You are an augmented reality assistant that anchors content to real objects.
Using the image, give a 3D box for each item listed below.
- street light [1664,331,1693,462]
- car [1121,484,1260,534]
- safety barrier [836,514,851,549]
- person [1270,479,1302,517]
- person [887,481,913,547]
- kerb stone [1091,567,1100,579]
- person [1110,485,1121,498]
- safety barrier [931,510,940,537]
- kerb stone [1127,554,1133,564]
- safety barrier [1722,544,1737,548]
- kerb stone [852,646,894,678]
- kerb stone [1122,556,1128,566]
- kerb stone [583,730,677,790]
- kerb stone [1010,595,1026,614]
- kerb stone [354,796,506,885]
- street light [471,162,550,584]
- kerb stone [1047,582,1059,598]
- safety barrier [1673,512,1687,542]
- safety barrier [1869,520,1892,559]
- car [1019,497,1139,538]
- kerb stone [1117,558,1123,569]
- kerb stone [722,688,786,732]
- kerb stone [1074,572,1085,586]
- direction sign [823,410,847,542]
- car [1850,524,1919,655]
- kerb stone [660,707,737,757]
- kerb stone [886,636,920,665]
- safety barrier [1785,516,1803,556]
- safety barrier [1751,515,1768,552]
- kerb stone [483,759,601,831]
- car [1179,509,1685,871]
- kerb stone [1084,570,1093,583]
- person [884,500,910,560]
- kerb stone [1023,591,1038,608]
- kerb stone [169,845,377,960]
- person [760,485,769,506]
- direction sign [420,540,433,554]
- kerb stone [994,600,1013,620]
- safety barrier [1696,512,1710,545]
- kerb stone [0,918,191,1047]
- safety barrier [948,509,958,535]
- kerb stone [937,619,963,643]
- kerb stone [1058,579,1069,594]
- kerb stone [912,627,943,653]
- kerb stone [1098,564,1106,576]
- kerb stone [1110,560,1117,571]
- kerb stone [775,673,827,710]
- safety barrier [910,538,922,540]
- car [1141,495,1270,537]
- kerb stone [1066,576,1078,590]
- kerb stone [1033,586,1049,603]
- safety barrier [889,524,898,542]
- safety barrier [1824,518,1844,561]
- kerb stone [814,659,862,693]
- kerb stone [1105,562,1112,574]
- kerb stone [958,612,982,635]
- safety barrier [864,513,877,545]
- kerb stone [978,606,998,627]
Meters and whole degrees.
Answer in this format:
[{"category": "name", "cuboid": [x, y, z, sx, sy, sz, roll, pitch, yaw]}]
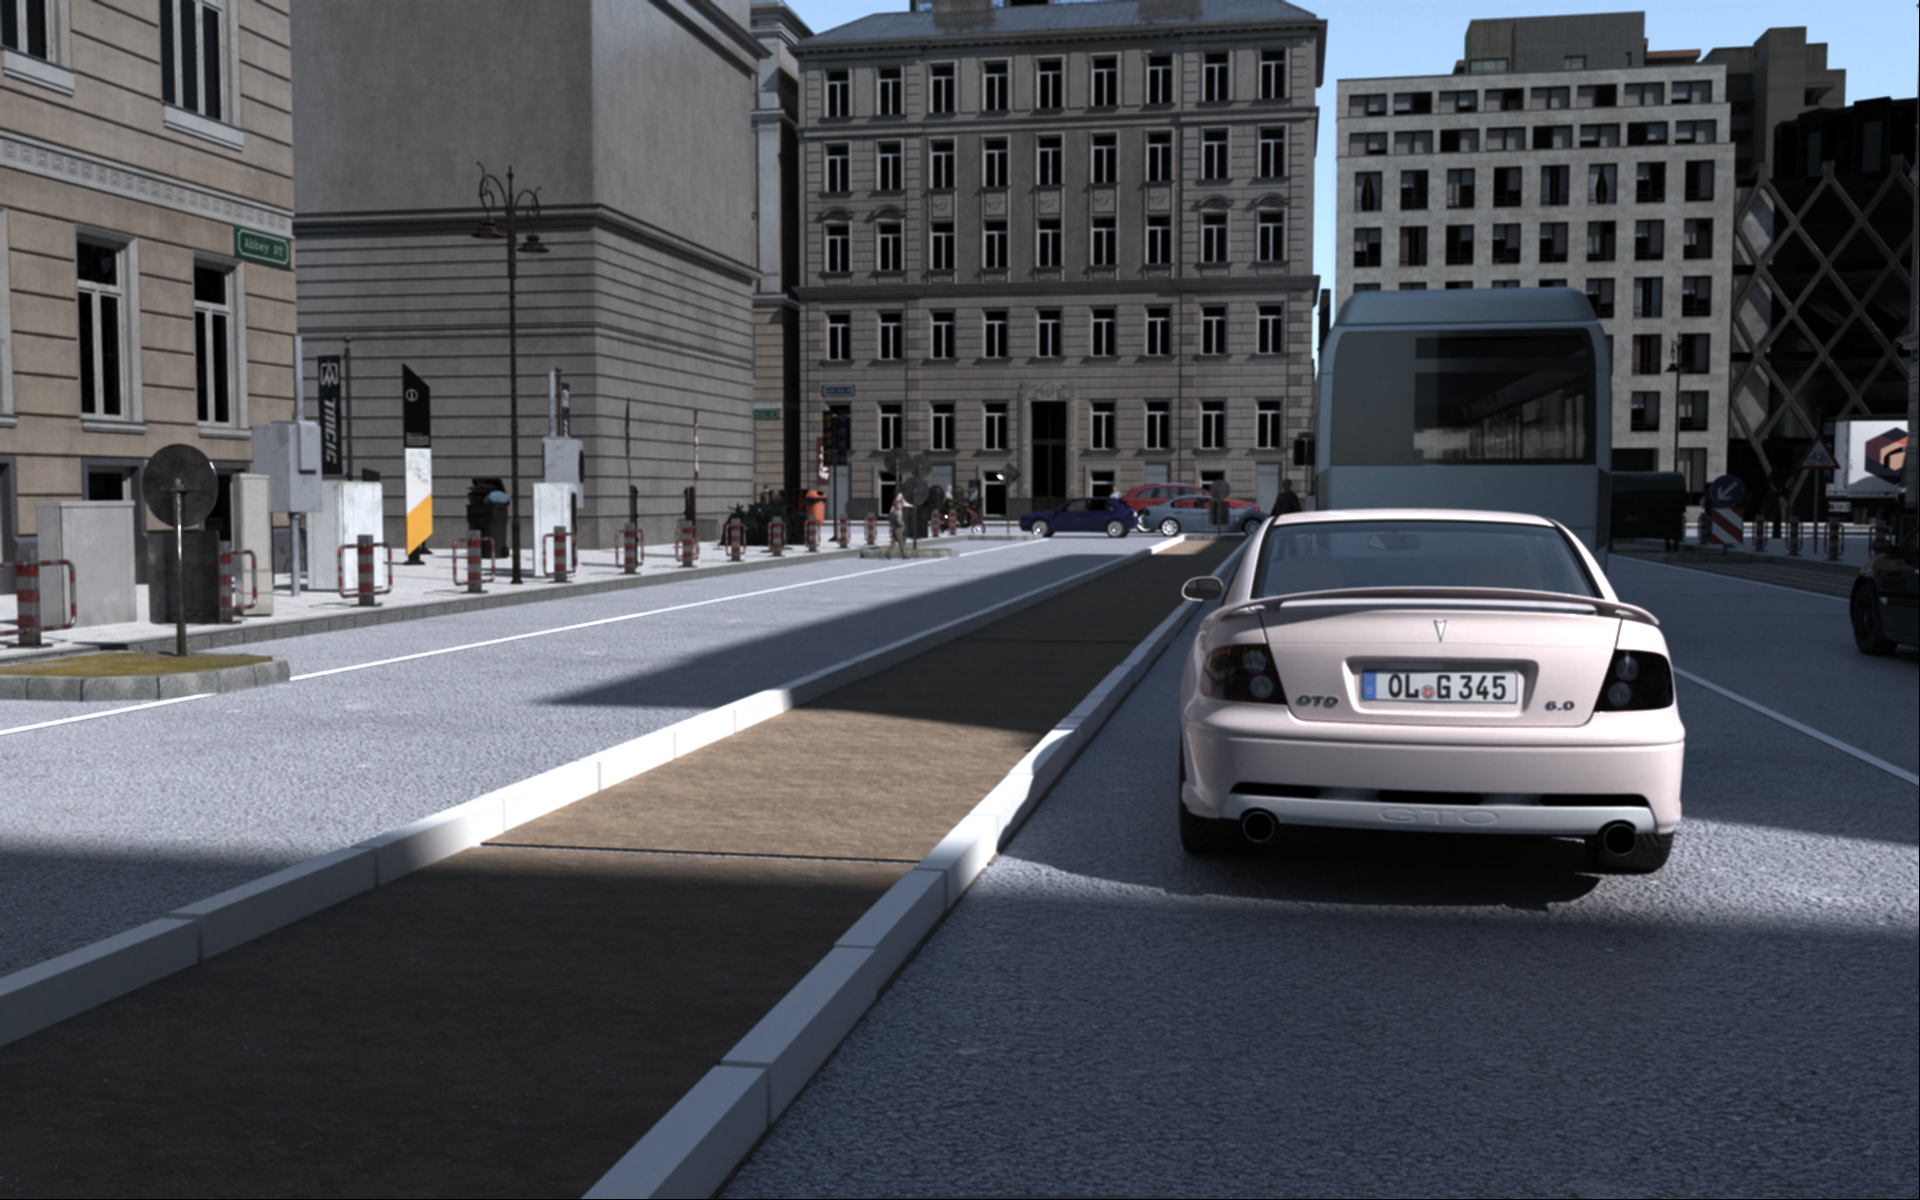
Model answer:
[{"category": "street light", "cuboid": [20.373, -4.676, 49.236, 0.468, 5.910, 1.993, 1, 4, 11]}, {"category": "car", "cuboid": [8.427, -3.379, 63.920, 5.304, 1.827, 2.281, 1, 4, 11]}, {"category": "safety barrier", "cuboid": [-2.739, -1.618, 40.726, 0.300, 0.817, 1.120, 1, 4, 11]}, {"category": "person", "cuboid": [6.901, -1.692, 36.710, 0.434, 1.755, 0.990, -2, 4, -31]}, {"category": "person", "cuboid": [-1.475, -1.956, 41.146, 0.598, 1.740, 0.731, 3, 5, 41]}, {"category": "kerb stone", "cuboid": [2.181, -0.411, 28.983, 0.120, 0.150, 1.000, 1, 4, 11]}, {"category": "person", "cuboid": [6.198, -3.735, 69.667, 0.616, 1.811, 0.778, 2, 4, 32]}, {"category": "safety barrier", "cuboid": [-0.720, -2.260, 51.228, 0.300, 0.817, 1.120, 1, 4, 11]}, {"category": "kerb stone", "cuboid": [3.341, -0.785, 35.035, 0.120, 0.150, 1.000, 1, 4, 11]}, {"category": "safety barrier", "cuboid": [18.294, -1.644, 41.159, 0.300, 0.817, 1.120, 1, 4, 11]}, {"category": "kerb stone", "cuboid": [-0.717, 0.510, 13.858, 0.120, 0.150, 1.000, 1, 4, 11]}, {"category": "kerb stone", "cuboid": [3.144, -0.724, 34.028, 0.120, 0.150, 1.000, 1, 4, 11]}, {"category": "kerb stone", "cuboid": [-1.688, 0.818, 8.814, 0.120, 0.150, 1.000, 1, 4, 11]}, {"category": "kerb stone", "cuboid": [0.637, 0.079, 20.922, 0.120, 0.150, 1.000, 1, 4, 11]}, {"category": "kerb stone", "cuboid": [-2.069, 0.942, 6.795, 0.120, 0.150, 1.000, 1, 4, 11]}, {"category": "street light", "cuboid": [-6.327, -3.165, 24.542, 0.468, 5.910, 1.993, 1, 4, 11]}, {"category": "kerb stone", "cuboid": [1.213, -0.107, 23.946, 0.120, 0.150, 1.000, 1, 4, 11]}, {"category": "safety barrier", "cuboid": [19.311, -1.966, 46.424, 0.300, 0.817, 1.120, 1, 4, 11]}, {"category": "safety barrier", "cuboid": [16.283, -1.001, 30.647, 0.300, 0.817, 1.120, 1, 4, 11]}, {"category": "car", "cuboid": [3.950, -2.742, 57.404, 3.894, 1.354, 1.945, 1, 4, 12]}, {"category": "kerb stone", "cuboid": [2.951, -0.662, 33.017, 0.120, 0.150, 1.000, 1, 4, 11]}, {"category": "kerb stone", "cuboid": [-1.304, 0.695, 10.832, 0.120, 0.150, 1.000, 1, 4, 11]}, {"category": "kerb stone", "cuboid": [1.794, -0.292, 26.971, 0.120, 0.150, 1.000, 1, 4, 11]}, {"category": "direction sign", "cuboid": [-3.382, -3.353, 46.823, 0.876, 3.537, 0.379, 3, 5, 41]}, {"category": "car", "cuboid": [8.682, -0.263, 14.094, 2.009, 1.686, 4.222, 1, 4, 10]}, {"category": "kerb stone", "cuboid": [-1.497, 0.757, 9.824, 0.120, 0.150, 1.000, 1, 4, 11]}, {"category": "kerb stone", "cuboid": [-0.526, 0.448, 14.865, 0.120, 0.150, 1.000, 1, 4, 11]}, {"category": "safety barrier", "cuboid": [17.292, -1.323, 35.905, 0.300, 0.817, 1.120, 1, 4, 11]}, {"category": "safety barrier", "cuboid": [17.795, -1.484, 38.535, 0.300, 0.817, 1.120, 1, 4, 11]}, {"category": "kerb stone", "cuboid": [-1.884, 0.880, 7.802, 0.120, 0.150, 1.000, 1, 4, 11]}, {"category": "car", "cuboid": [2.050, 0.260, 8.104, 2.083, 1.381, 4.827, 1, 4, 11]}, {"category": "kerb stone", "cuboid": [1.987, -0.353, 27.977, 0.120, 0.150, 1.000, 1, 4, 11]}, {"category": "person", "cuboid": [-1.394, -1.539, 37.935, 0.640, 1.303, 0.475, -3, 5, -41]}, {"category": "kerb stone", "cuboid": [0.825, 0.016, 21.929, 0.120, 0.150, 1.000, 1, 4, 11]}, {"category": "kerb stone", "cuboid": [-2.272, 1.003, 5.790, 0.120, 0.150, 1.000, 1, 4, 11]}, {"category": "person", "cuboid": [-8.158, -3.948, 73.020, 0.622, 1.834, 0.822, 1, 4, 15]}, {"category": "direction sign", "cuboid": [-11.439, -2.743, 36.839, 0.379, 3.537, 0.876, 0, 4, 3]}, {"category": "kerb stone", "cuboid": [0.443, 0.140, 19.913, 0.120, 0.150, 1.000, 1, 4, 11]}, {"category": "safety barrier", "cuboid": [18.803, -1.805, 43.791, 0.300, 0.817, 1.120, 1, 4, 11]}, {"category": "kerb stone", "cuboid": [-2.468, 1.074, 4.777, 0.120, 0.150, 1.000, 1, 4, 11]}, {"category": "safety barrier", "cuboid": [-0.220, -2.421, 53.852, 0.300, 0.817, 1.120, 1, 4, 11]}, {"category": "kerb stone", "cuboid": [-0.143, 0.325, 16.881, 0.120, 0.150, 1.000, 1, 4, 11]}, {"category": "kerb stone", "cuboid": [1.405, -0.165, 24.953, 0.120, 0.150, 1.000, 1, 4, 11]}, {"category": "kerb stone", "cuboid": [-0.342, 0.387, 15.873, 0.120, 0.150, 1.000, 1, 4, 11]}, {"category": "kerb stone", "cuboid": [2.379, -0.477, 29.992, 0.120, 0.150, 1.000, 1, 4, 11]}, {"category": "kerb stone", "cuboid": [2.753, -0.600, 32.008, 0.120, 0.150, 1.000, 1, 4, 11]}, {"category": "kerb stone", "cuboid": [-1.114, 0.640, 11.840, 0.120, 0.150, 1.000, 1, 4, 11]}, {"category": "safety barrier", "cuboid": [-1.230, -2.100, 48.606, 0.300, 0.817, 1.120, 1, 4, 11]}, {"category": "car", "cuboid": [8.403, -2.850, 58.604, 4.499, 1.417, 2.014, 1, 4, 10]}, {"category": "kerb stone", "cuboid": [1.603, -0.230, 25.964, 0.120, 0.150, 1.000, 1, 4, 11]}, {"category": "kerb stone", "cuboid": [1.017, -0.046, 22.941, 0.120, 0.150, 1.000, 1, 4, 11]}, {"category": "safety barrier", "cuboid": [-1.726, -1.939, 45.980, 0.300, 0.817, 1.120, 1, 4, 11]}, {"category": "safety barrier", "cuboid": [16.792, -1.162, 33.281, 0.300, 0.817, 1.120, 1, 4, 11]}, {"category": "kerb stone", "cuboid": [-0.925, 0.577, 12.847, 0.120, 0.150, 1.000, 1, 4, 11]}, {"category": "kerb stone", "cuboid": [2.564, -0.539, 31.001, 0.120, 0.150, 1.000, 1, 4, 11]}, {"category": "kerb stone", "cuboid": [0.053, 0.263, 17.895, 0.120, 0.150, 1.000, 1, 4, 11]}, {"category": "safety barrier", "cuboid": [-2.234, -1.779, 43.354, 0.300, 0.817, 1.120, 1, 4, 11]}, {"category": "kerb stone", "cuboid": [0.245, 0.206, 18.902, 0.120, 0.150, 1.000, 1, 4, 11]}]
